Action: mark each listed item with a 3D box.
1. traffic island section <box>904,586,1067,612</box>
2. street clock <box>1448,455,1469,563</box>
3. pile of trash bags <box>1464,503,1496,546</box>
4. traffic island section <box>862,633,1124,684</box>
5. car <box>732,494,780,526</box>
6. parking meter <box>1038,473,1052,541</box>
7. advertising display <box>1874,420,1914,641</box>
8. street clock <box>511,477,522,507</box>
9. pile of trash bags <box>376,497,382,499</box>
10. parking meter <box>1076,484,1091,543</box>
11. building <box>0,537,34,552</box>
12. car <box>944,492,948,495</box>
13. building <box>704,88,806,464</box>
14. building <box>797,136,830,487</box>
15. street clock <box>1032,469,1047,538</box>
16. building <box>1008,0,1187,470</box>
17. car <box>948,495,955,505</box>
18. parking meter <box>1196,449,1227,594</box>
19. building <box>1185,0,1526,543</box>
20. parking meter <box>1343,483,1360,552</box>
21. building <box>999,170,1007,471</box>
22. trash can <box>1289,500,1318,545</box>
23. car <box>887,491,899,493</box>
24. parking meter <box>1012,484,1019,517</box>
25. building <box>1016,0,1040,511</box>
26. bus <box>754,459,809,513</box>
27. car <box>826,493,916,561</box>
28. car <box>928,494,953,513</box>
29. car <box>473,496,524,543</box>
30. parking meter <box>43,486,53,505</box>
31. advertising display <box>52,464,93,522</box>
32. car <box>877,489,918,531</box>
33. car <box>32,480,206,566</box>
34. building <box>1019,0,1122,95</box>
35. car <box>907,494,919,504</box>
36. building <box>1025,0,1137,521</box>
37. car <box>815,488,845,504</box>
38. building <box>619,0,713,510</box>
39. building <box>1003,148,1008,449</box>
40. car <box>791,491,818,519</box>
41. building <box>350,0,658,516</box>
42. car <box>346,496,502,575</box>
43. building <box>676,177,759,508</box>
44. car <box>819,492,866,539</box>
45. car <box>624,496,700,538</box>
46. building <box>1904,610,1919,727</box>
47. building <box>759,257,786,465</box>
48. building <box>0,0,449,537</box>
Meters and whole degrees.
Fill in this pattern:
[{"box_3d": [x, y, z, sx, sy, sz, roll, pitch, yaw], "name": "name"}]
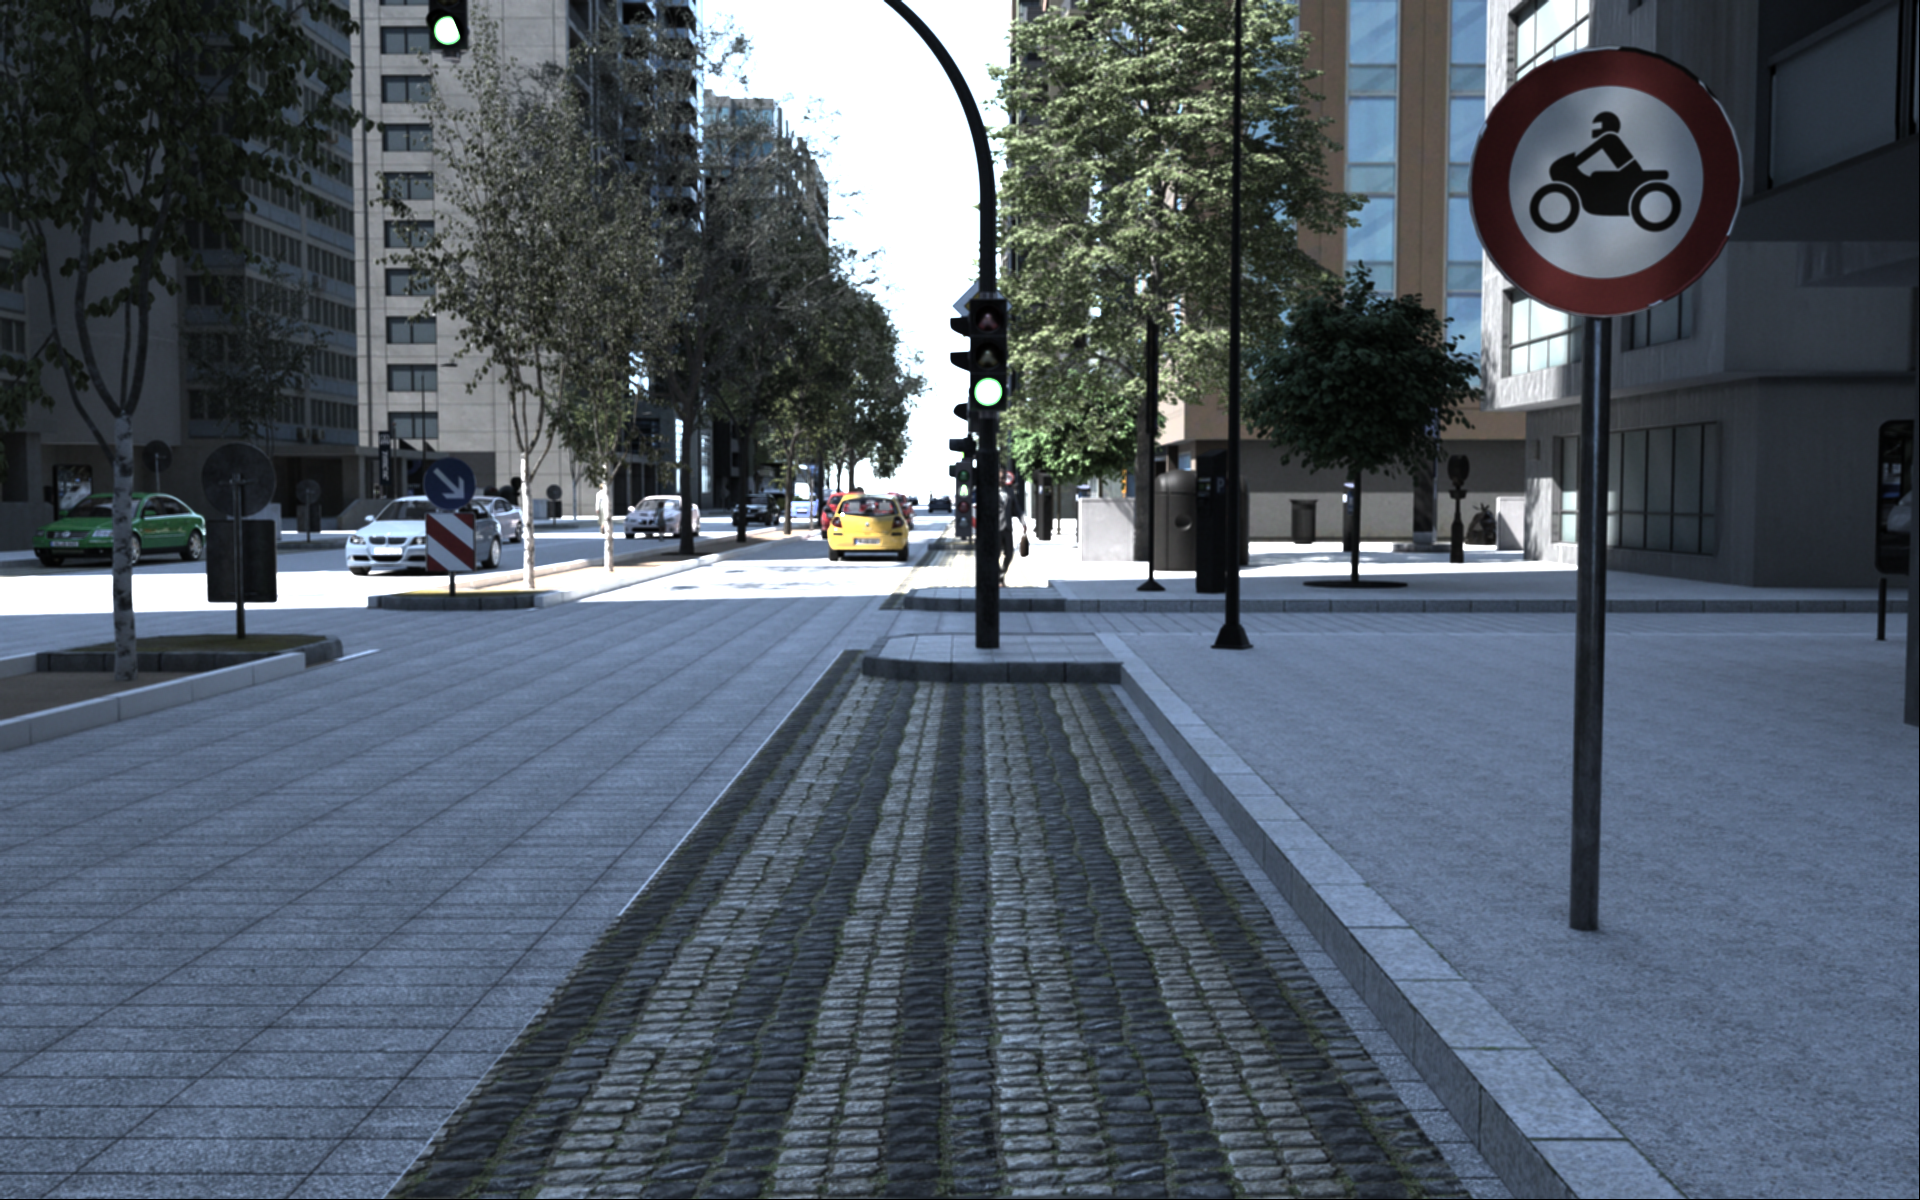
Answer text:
[{"box_3d": [0.311, -0.013, 22.491, 2.009, 0.180, 2.903, 0, 4, 0], "name": "traffic island section"}, {"box_3d": [9.217, -1.682, 32.066, 0.358, 2.002, 0.471, 3, 4, 39], "name": "street clock"}, {"box_3d": [14.513, -2.057, 43.385, 3.447, 1.369, 1.912, -1, 4, -20], "name": "pile of trash bags"}, {"box_3d": [0.244, 0.476, 14.506, 2.009, 0.180, 2.903, 0, 4, 0], "name": "traffic island section"}, {"box_3d": [-9.269, -4.214, 78.688, 2.009, 1.686, 4.222, 0, 4, 2], "name": "car"}, {"box_3d": [2.321, -2.544, 47.301, 0.255, 1.863, 0.399, -2, 4, -23], "name": "parking meter"}, {"box_3d": [8.404, -0.590, 14.861, 0.974, 1.923, 0.123, 3, 5, 42], "name": "advertising display"}, {"box_3d": [-18.792, -4.212, 73.428, 0.358, 2.002, 0.471, 1, 4, 21], "name": "street clock"}, {"box_3d": [-28.106, -4.646, 85.719, 1.912, 1.369, 3.447, 1, 4, 9], "name": "pile of trash bags"}, {"box_3d": [3.224, -2.254, 45.271, 0.372, 1.533, 0.369, 0, 3, 0], "name": "parking meter"}, {"box_3d": [-37.345, -20.940, 34.250, 32.217, 40.220, 23.993, 0, 4, 0], "name": "building"}, {"box_3d": [-1.768, -14.851, 252.407, 1.945, 1.707, 3.694, 0, 4, 2], "name": "car"}, {"box_3d": [-30.609, -36.210, 211.639, 23.786, 49.044, 30.456, 0, 4, 0], "name": "building"}, {"box_3d": [-29.433, -37.566, 237.897, 21.300, 48.544, 21.600, 0, 4, 0], "name": "building"}, {"box_3d": [2.325, -2.801, 50.370, 0.358, 2.002, 0.471, 3, 5, 40], "name": "street clock"}, {"box_3d": [11.215, -30.601, 150.443, 14.600, 45.320, 14.200, 0, 4, 0], "name": "building"}, {"box_3d": [-1.107, -11.196, 195.411, 2.083, 1.381, 4.827, 0, 4, -1], "name": "car"}, {"box_3d": [3.255, -1.023, 22.440, 0.255, 1.863, 0.399, 3, 5, 41], "name": "parking meter"}, {"box_3d": [12.789, -24.510, 50.848, 14.600, 45.320, 14.200, 0, 4, 0], "name": "building"}, {"box_3d": [8.741, -1.850, 38.655, 0.372, 1.533, 0.369, 0, 3, 0], "name": "parking meter"}, {"box_3d": [16.429, -38.040, 245.661, 21.300, 48.544, 21.600, 0, 4, 0], "name": "building"}, {"box_3d": [8.748, -1.985, 44.109, 0.748, 1.137, 0.748, 0, 3, 0], "name": "trash can"}, {"box_3d": [-8.537, -13.006, 221.326, 2.281, 1.827, 5.304, 0, 4, -1], "name": "car"}, {"box_3d": [3.081, -5.524, 96.035, 0.255, 1.863, 0.399, 2, 4, 25], "name": "parking meter"}, {"box_3d": [11.403, -27.667, 135.945, 14.154, 41.232, 14.086, 0, 4, 0], "name": "building"}, {"box_3d": [-12.729, -8.175, 125.210, 2.896, 3.916, 12.252, 0, 4, 0], "name": "bus"}, {"box_3d": [-1.986, -1.718, 38.313, 2.015, 1.641, 3.980, 0, 4, -1], "name": "car"}, {"box_3d": [-1.515, -7.412, 133.194, 2.014, 1.417, 4.499, 0, 4, 1], "name": "car"}, {"box_3d": [-13.886, -2.275, 49.565, 2.083, 1.381, 4.827, 0, 4, 2], "name": "car"}, {"box_3d": [-28.518, -2.805, 54.276, 0.372, 1.533, 0.369, 0, 3, 0], "name": "parking meter"}, {"box_3d": [-19.177, -1.973, 37.474, 0.123, 1.923, 0.974, 1, 4, 18], "name": "advertising display"}, {"box_3d": [-2.792, -3.692, 69.396, 2.155, 1.783, 4.494, 0, 4, 0], "name": "car"}, {"box_3d": [-17.173, -1.635, 35.536, 1.959, 1.807, 4.718, 0, 4, 0], "name": "car"}, {"box_3d": [15.120, -28.115, 114.299, 22.147, 44.769, 28.867, 0, 4, 0], "name": "building"}, {"box_3d": [-6.876, -14.873, 252.965, 2.009, 1.686, 4.222, 0, 4, 1], "name": "car"}, {"box_3d": [14.723, -46.939, 80.118, 22.319, 86.520, 31.000, 0, 4, 0], "name": "building"}, {"box_3d": [-8.322, -6.335, 112.256, 2.281, 1.827, 5.304, 0, 3, 0], "name": "car"}, {"box_3d": [-30.779, -50.164, 132.851, 22.319, 86.520, 31.000, 0, 4, 0], "name": "building"}, {"box_3d": [16.335, -33.737, 206.228, 22.147, 44.769, 28.867, 0, 4, 0], "name": "building"}, {"box_3d": [-9.067, -5.596, 101.084, 1.945, 1.707, 3.694, 0, 3, 0], "name": "car"}, {"box_3d": [-30.092, -40.922, 107.331, 20.563, 71.187, 20.611, 0, 4, 0], "name": "building"}, {"box_3d": [-9.822, -1.227, 32.069, 2.014, 1.417, 4.499, 0, 4, 2], "name": "car"}, {"box_3d": [-26.552, -23.568, 157.039, 14.160, 30.474, 14.107, 0, 4, 0], "name": "building"}, {"box_3d": [-3.532, -2.893, 56.338, 2.155, 1.783, 4.494, 0, 4, -1], "name": "car"}, {"box_3d": [-9.850, -2.762, 57.522, 2.083, 1.381, 4.827, 0, 4, 2], "name": "car"}, {"box_3d": [10.570, -19.684, 5.432, 14.154, 41.232, 14.086, 0, 4, 0], "name": "building"}, {"box_3d": [-26.692, -25.537, 189.232, 14.160, 30.474, 14.107, 0, 4, 0], "name": "building"}, {"box_3d": [-37.565, -22.893, 66.186, 32.217, 40.220, 23.993, 0, 4, 0], "name": "building"}]
